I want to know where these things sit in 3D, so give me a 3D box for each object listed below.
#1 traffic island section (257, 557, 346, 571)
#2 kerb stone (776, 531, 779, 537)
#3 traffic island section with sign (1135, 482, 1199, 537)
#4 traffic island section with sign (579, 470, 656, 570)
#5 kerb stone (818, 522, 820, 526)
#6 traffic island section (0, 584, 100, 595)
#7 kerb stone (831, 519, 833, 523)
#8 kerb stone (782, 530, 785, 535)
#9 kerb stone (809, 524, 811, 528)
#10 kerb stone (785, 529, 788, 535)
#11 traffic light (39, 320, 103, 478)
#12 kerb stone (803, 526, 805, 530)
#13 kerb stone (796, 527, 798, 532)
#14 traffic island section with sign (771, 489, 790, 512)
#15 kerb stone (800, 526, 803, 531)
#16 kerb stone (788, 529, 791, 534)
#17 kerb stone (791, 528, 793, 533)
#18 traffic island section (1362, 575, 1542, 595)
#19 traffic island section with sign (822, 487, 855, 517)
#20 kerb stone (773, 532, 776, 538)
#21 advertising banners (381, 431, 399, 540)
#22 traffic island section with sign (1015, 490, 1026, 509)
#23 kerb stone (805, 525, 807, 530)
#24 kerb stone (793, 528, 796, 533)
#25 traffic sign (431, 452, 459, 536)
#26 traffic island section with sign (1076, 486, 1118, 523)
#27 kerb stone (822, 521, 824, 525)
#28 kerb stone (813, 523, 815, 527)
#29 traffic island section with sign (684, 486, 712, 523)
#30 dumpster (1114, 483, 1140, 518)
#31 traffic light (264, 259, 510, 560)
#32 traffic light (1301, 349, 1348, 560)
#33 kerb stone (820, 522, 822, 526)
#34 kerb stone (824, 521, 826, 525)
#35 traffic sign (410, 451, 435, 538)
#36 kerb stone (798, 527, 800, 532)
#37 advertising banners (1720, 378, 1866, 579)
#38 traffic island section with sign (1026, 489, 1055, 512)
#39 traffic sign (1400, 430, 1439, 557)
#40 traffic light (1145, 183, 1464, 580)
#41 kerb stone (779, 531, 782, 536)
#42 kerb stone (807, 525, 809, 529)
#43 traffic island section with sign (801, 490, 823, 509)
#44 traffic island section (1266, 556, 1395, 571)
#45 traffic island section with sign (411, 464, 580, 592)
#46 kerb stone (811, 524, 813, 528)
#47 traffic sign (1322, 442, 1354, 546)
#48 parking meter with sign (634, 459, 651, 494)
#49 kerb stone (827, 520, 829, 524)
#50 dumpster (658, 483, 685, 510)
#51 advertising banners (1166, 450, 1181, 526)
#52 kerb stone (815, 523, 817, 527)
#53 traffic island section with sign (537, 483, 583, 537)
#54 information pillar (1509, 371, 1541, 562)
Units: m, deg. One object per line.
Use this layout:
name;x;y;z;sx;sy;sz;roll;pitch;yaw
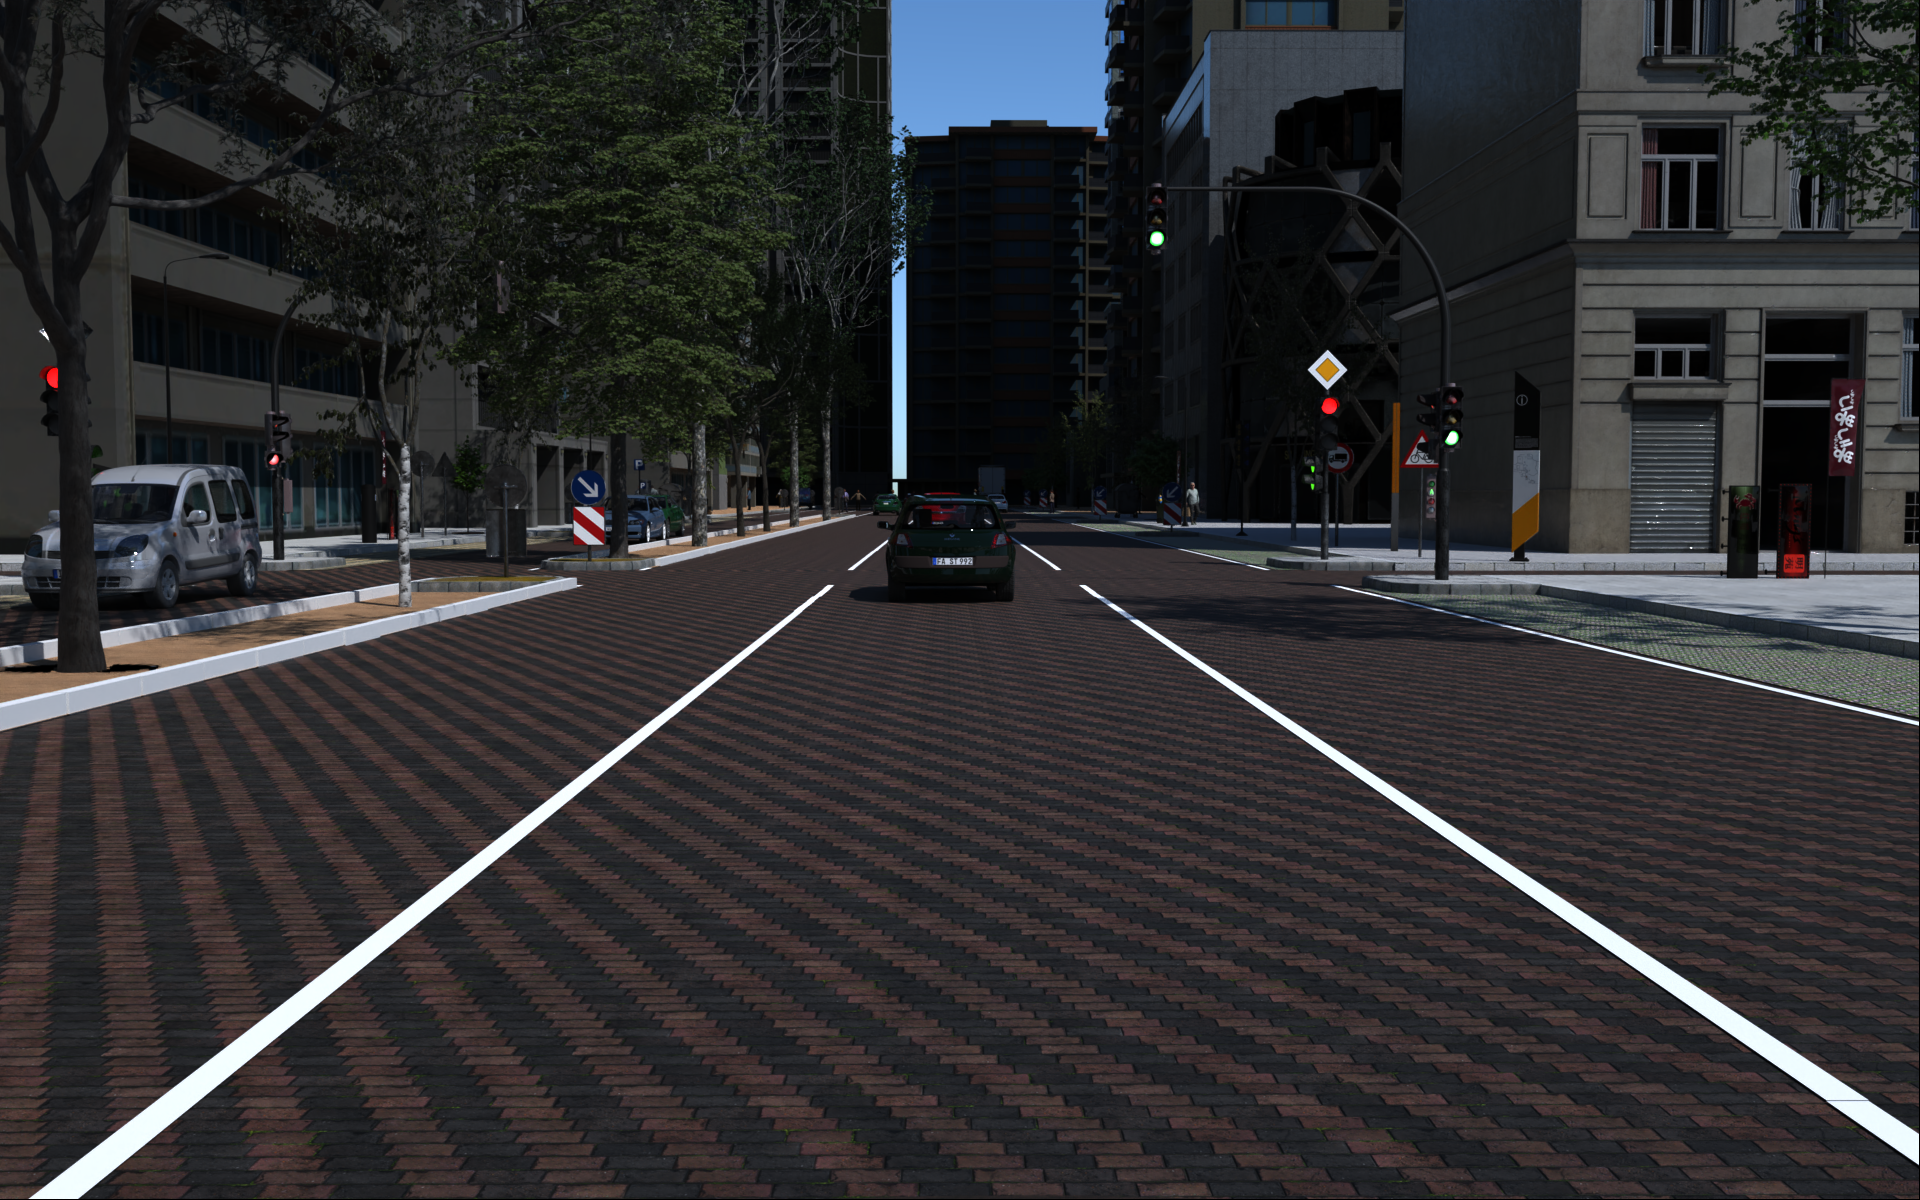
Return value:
traffic island section;-13.286;-0.701;33.746;2.009;0.180;2.903;0;4;0
kerb stone;-6.179;-2.144;57.413;0.120;0.150;1.000;0;4;0
traffic island section with sign;6.974;-3.057;58.614;1.989;1.847;2.006;0;4;0
traffic island section with sign;-7.034;-1.548;33.449;2.006;1.907;1.989;0;4;0
kerb stone;-6.322;-3.282;75.859;0.120;0.150;1.000;0;4;0
traffic island section;-13.225;-0.213;25.761;2.009;0.180;2.903;0;4;0
kerb stone;-6.390;-3.784;84.068;0.120;0.150;1.000;0;4;0
kerb stone;-6.199;-2.278;59.465;0.120;0.150;1.000;0;4;0
kerb stone;-6.286;-2.966;70.722;0.120;0.150;1.000;0;4;0
kerb stone;-6.200;-2.341;60.490;0.120;0.150;1.000;0;4;0
traffic light;-13.185;-2.245;25.627;0.839;4.253;0.868;0;4;0
kerb stone;-6.252;-2.776;67.655;0.120;0.150;1.000;0;4;0
kerb stone;-6.230;-2.593;64.589;0.120;0.150;1.000;0;4;0
traffic island section with sign;-13.742;-7.785;135.909;1.989;1.847;2.006;0;4;0
kerb stone;-6.239;-2.718;66.633;0.120;0.150;1.000;0;4;0
kerb stone;-6.208;-2.398;61.512;0.120;0.150;1.000;0;4;0
kerb stone;-6.218;-2.467;62.535;0.120;0.150;1.000;0;4;0
traffic island section;7.215;-0.222;25.911;2.009;0.180;2.903;0;4;0
traffic island section with sign;-7.614;-6.144;108.586;2.006;1.907;1.989;0;4;0
kerb stone;-6.167;-2.091;56.389;0.120;0.150;1.000;0;4;0
advertising banners;-15.953;-3.203;48.559;0.090;3.025;2.074;0;4;-4
traffic island section with sign;6.173;-9.430;162.811;1.989;1.847;2.006;0;4;0
kerb stone;-6.266;-2.840;68.678;0.120;0.150;1.000;0;4;0
kerb stone;-6.223;-2.528;63.564;0.120;0.150;1.000;0;4;0
traffic sign;-15.823;-3.254;53.205;0.884;2.594;0.081;0;4;8
traffic island section with sign;6.768;-4.713;85.690;1.989;1.847;2.006;0;4;0
kerb stone;-6.333;-3.407;77.908;0.120;0.150;1.000;0;4;0
kerb stone;-6.295;-3.094;72.785;0.120;0.150;1.000;0;4;0
traffic island section with sign;-13.364;-4.717;85.757;1.989;1.847;2.006;0;4;0
dumpster;8.896;-5.291;92.268;1.264;1.857;1.865;0;4;0
traffic light;-11.155;-3.608;33.663;4.771;5.953;1.251;0;4;0
traffic light;7.115;-2.744;33.782;0.839;4.253;0.868;0;4;0
kerb stone;-6.326;-3.341;76.886;0.120;0.150;1.000;0;4;0
kerb stone;-6.336;-3.470;78.930;0.120;0.150;1.000;0;4;0
traffic sign;-15.849;-3.114;51.020;0.768;2.556;0.104;0;4;3
kerb stone;-6.241;-2.655;65.611;0.120;0.150;1.000;0;4;0
advertising banners;12.611;-1.836;26.207;2.074;3.025;0.090;0;4;2
traffic island section with sign;6.385;-7.782;135.857;1.989;1.847;2.006;0;4;0
traffic sign;9.334;-2.145;35.081;0.884;2.594;0.081;0;4;1
traffic light;5.084;-3.118;25.640;4.771;5.953;1.251;0;4;0
kerb stone;-6.188;-2.216;58.435;0.120;0.150;1.000;0;4;0
kerb stone;-6.267;-2.901;69.700;0.120;0.150;1.000;0;4;0
traffic island section with sign;-13.950;-9.459;163.281;1.989;1.847;2.006;0;4;0
traffic island section;7.155;-0.710;33.896;2.009;0.180;2.903;0;4;0
traffic island section with sign;-6.987;-1.095;26.042;2.006;1.907;1.989;0;4;0
kerb stone;-6.289;-3.031;71.759;0.120;0.150;1.000;0;4;0
traffic sign;9.267;-2.596;42.547;0.768;2.556;0.104;0;4;3
parking meter with sign;-15.928;-5.596;87.758;0.543;3.016;1.738;1;4;11
kerb stone;-6.358;-3.592;80.987;0.120;0.150;1.000;0;4;0
dumpster;-15.770;-5.432;94.570;1.264;1.857;1.865;0;4;-1
advertising banners;8.663;-4.538;70.385;0.090;3.025;2.074;-1;4;-8
kerb stone;-6.304;-3.151;73.808;0.120;0.150;1.000;0;4;0
traffic island section with sign;-13.156;-3.069;58.803;1.989;1.847;2.006;0;4;0
information pillar;10.725;-2.537;32.839;0.504;3.616;0.183;2;4;26
